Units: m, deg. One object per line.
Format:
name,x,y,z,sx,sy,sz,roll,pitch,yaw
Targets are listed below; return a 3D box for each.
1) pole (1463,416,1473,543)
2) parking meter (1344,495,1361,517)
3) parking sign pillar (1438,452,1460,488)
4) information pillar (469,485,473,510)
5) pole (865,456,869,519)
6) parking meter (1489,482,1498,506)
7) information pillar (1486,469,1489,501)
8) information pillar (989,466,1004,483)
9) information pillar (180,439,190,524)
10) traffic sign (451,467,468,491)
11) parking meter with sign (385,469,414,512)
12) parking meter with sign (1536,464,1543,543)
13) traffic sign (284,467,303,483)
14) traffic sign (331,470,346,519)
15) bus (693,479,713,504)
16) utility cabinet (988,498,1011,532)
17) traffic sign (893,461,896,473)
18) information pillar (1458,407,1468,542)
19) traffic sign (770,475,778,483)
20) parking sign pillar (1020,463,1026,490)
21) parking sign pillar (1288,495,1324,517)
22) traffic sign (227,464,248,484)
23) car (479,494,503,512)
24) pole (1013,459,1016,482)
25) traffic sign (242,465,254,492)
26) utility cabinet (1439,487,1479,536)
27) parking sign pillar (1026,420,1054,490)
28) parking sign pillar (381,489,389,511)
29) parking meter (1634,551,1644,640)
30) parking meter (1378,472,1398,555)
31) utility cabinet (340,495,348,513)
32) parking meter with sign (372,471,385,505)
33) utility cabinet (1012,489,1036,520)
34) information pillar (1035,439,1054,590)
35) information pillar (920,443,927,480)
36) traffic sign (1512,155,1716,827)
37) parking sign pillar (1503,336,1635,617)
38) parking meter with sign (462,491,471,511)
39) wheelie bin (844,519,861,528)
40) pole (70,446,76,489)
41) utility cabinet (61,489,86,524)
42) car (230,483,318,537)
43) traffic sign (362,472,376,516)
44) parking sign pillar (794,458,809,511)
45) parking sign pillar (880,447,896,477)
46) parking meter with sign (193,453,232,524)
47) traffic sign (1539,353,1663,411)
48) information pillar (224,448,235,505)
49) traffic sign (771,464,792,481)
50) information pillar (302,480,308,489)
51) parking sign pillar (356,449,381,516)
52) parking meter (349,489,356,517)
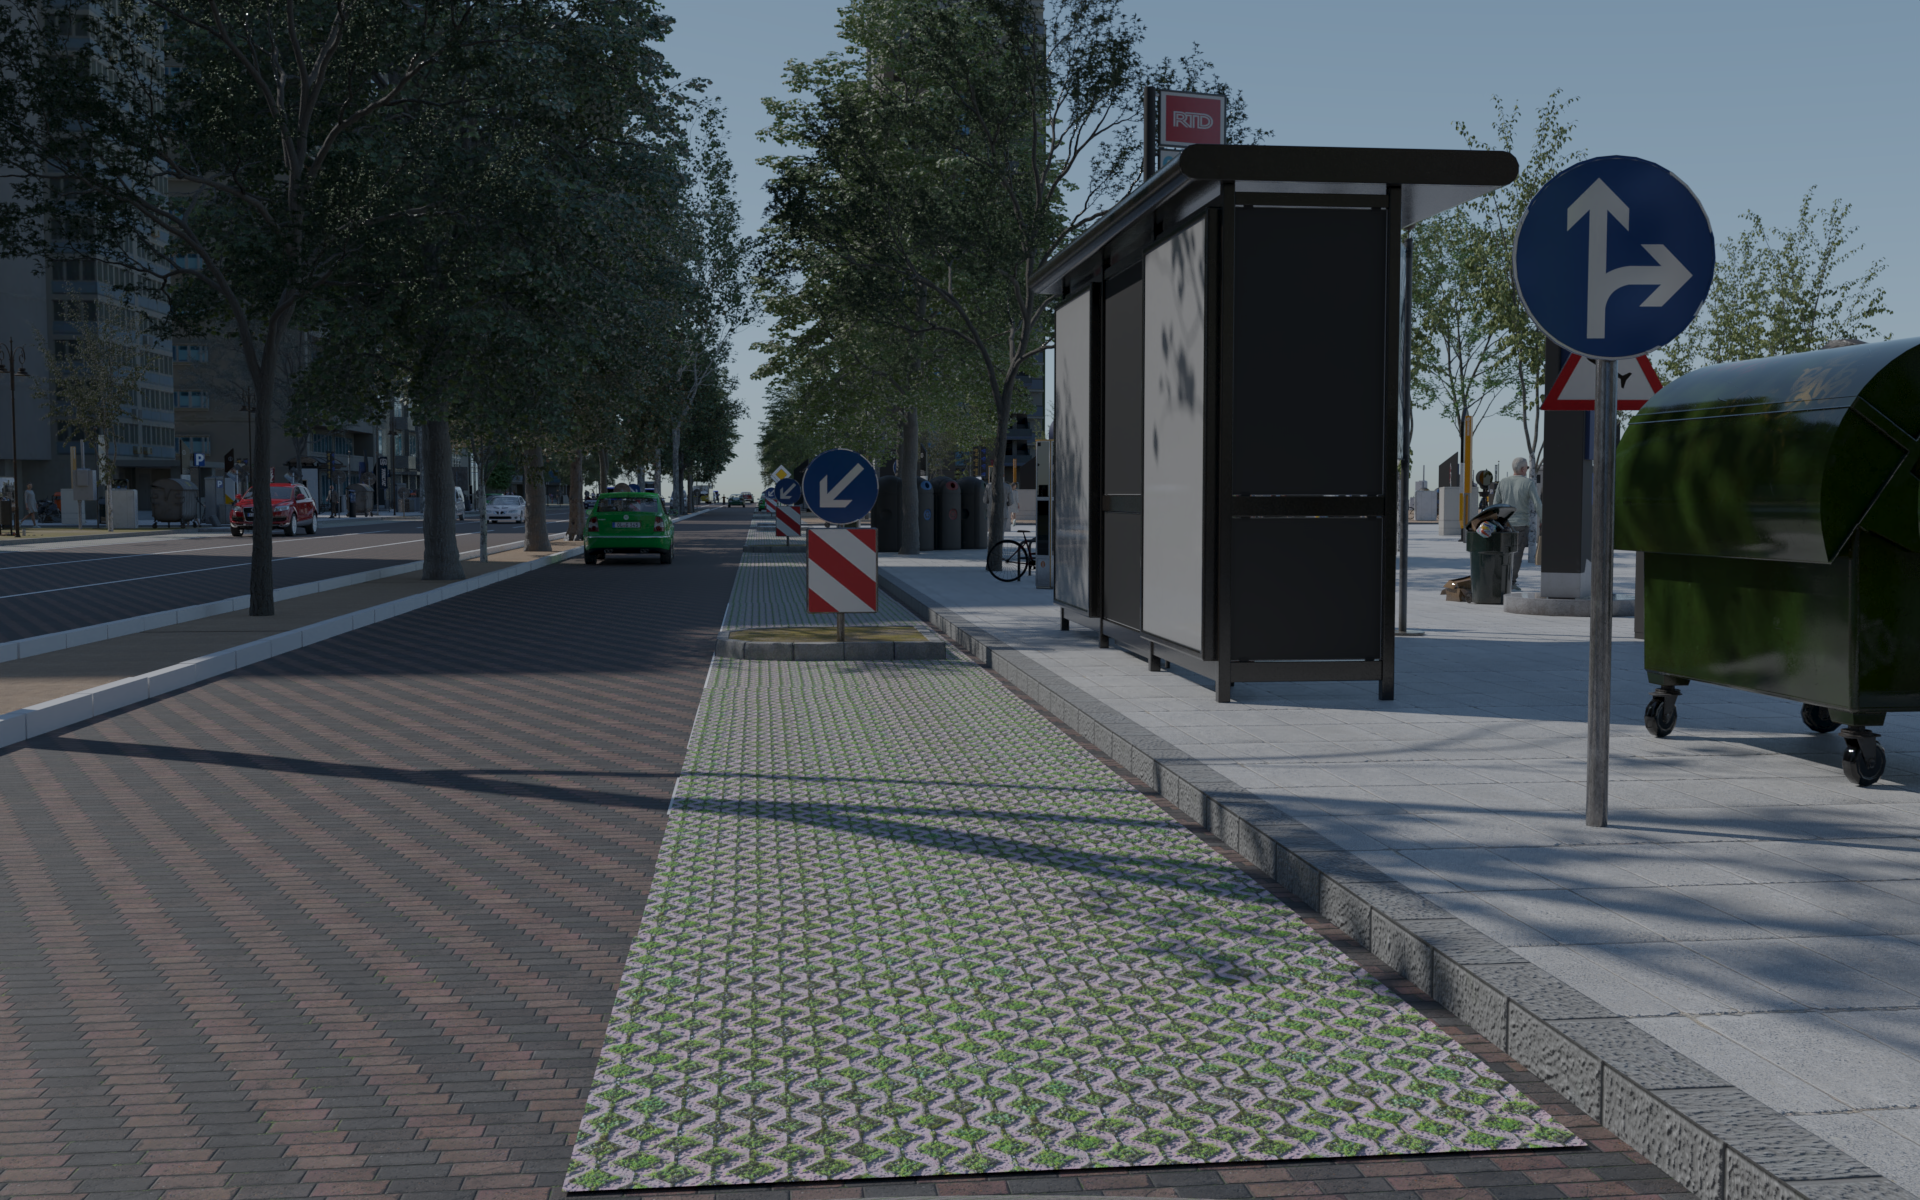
pole,13.262,-3.141,45.194,0.158,3.312,0.155,0,3,0
parking meter,10.133,-2.215,44.633,0.372,1.533,0.369,0,3,0
parking sign pillar,31.171,-7.456,110.372,1.447,3.967,1.447,-3,5,-45
information pillar,-40.667,-8.532,143.994,0.304,2.012,0.304,-1,4,-14
pole,-4.736,-5.753,87.898,0.158,3.312,0.155,0,3,0
parking meter,24.973,-4.609,81.071,0.255,1.863,0.399,-2,4,-27
information pillar,48.265,-10.227,158.557,0.183,3.616,0.504,-1,4,-14
information pillar,0.955,-2.502,45.398,0.304,2.012,0.304,2,4,33
information pillar,-33.229,-5.073,74.297,0.183,3.616,0.504,1,4,18
traffic sign,-37.748,-8.252,128.787,2.265,3.308,0.079,0,4,-6
parking meter with sign,-39.545,-7.723,122.529,1.738,3.016,0.543,-2,4,-34
parking meter with sign,15.221,-2.983,45.029,0.543,3.016,1.738,-1,4,-20
traffic sign,-28.382,-4.377,73.761,0.795,2.593,0.064,0,4,-7
traffic sign,-32.518,-5.538,90.647,0.768,2.556,0.104,0,4,-3
bus,-37.776,-16.043,253.846,2.896,3.916,12.252,0,4,-5
utility cabinet,1.224,-2.933,59.108,1.020,1.237,0.306,0,4,-1
traffic sign,-1.876,-3.578,58.602,0.768,2.556,0.104,0,4,-6
information pillar,13.487,-3.367,46.402,0.183,3.616,0.504,2,4,26
traffic sign,-7.922,-4.521,76.102,0.795,2.593,0.064,0,4,-7
parking sign pillar,4.749,-7.868,117.106,1.447,3.967,1.447,1,4,23
parking sign pillar,12.448,-4.501,62.066,1.447,3.967,1.447,2,4,32
traffic sign,-27.463,-3.892,65.829,0.795,2.593,0.064,0,4,-7
car,-34.578,-7.319,128.467,1.959,1.807,4.718,0,4,-8
pole,3.183,-6.525,100.524,0.158,3.312,0.155,0,3,0
traffic sign,-31.134,-4.621,75.659,0.768,2.556,0.104,0,4,-3
utility cabinet,15.215,-2.703,52.869,1.173,1.500,0.318,-1,4,-15
parking sign pillar,2.715,-3.328,42.884,1.447,3.967,1.447,-3,5,-42
parking sign pillar,-43.139,-8.566,128.520,1.447,3.967,1.447,-2,4,-35
parking meter,6.202,-0.586,15.287,0.399,1.863,0.255,-1,4,-18
parking meter,8.552,-1.769,34.630,0.399,1.863,0.255,-3,5,-44
utility cabinet,-43.004,-6.713,120.919,0.306,1.237,1.020,0,4,2
parking meter with sign,-44.434,-8.361,132.955,1.738,3.016,0.543,3,5,40
utility cabinet,3.110,-4.593,83.776,1.173,1.500,0.318,-1,4,-11
information pillar,1.230,-1.157,23.404,0.304,2.012,0.304,-3,5,-40
information pillar,-1.665,-5.394,79.547,0.183,3.616,0.504,-2,4,-34
traffic sign,2.465,-0.399,6.628,0.768,2.556,0.104,0,4,0
parking sign pillar,6.642,-1.845,18.643,1.447,3.967,1.447,2,4,31
parking meter with sign,-37.569,-8.165,129.760,1.738,3.016,0.543,0,4,8
wheelie bin,-3.438,-2.841,54.355,0.693,1.594,0.980,0,4,5
pole,-37.993,-4.920,74.280,0.158,3.312,0.155,0,3,0
utility cabinet,-37.146,-3.907,72.554,1.173,1.500,0.318,2,4,29
car,-23.814,-3.153,60.233,2.281,1.827,5.304,-1,4,-8
traffic sign,-33.924,-6.075,99.437,0.768,2.556,0.104,0,4,-6
parking sign pillar,-11.907,-8.708,130.840,1.447,3.967,1.447,2,4,26
parking sign pillar,-3.413,-6.075,87.793,1.447,3.967,1.447,0,4,-2
parking meter with sign,-31.793,-4.742,73.790,1.738,3.016,0.543,2,4,24
traffic sign,4.119,-0.679,11.104,0.884,2.594,0.081,0,4,-6
information pillar,-37.034,-5.903,87.877,0.504,3.616,0.183,0,4,4
traffic sign,-7.003,-4.035,68.170,0.795,2.593,0.064,0,4,-7
information pillar,-33.703,-5.172,89.058,0.304,2.012,0.304,-1,4,-23
parking sign pillar,-35.808,-7.071,104.088,1.447,3.967,1.447,-2,4,-24
parking meter,-33.387,-5.306,95.162,0.372,1.533,0.369,0,3,0
